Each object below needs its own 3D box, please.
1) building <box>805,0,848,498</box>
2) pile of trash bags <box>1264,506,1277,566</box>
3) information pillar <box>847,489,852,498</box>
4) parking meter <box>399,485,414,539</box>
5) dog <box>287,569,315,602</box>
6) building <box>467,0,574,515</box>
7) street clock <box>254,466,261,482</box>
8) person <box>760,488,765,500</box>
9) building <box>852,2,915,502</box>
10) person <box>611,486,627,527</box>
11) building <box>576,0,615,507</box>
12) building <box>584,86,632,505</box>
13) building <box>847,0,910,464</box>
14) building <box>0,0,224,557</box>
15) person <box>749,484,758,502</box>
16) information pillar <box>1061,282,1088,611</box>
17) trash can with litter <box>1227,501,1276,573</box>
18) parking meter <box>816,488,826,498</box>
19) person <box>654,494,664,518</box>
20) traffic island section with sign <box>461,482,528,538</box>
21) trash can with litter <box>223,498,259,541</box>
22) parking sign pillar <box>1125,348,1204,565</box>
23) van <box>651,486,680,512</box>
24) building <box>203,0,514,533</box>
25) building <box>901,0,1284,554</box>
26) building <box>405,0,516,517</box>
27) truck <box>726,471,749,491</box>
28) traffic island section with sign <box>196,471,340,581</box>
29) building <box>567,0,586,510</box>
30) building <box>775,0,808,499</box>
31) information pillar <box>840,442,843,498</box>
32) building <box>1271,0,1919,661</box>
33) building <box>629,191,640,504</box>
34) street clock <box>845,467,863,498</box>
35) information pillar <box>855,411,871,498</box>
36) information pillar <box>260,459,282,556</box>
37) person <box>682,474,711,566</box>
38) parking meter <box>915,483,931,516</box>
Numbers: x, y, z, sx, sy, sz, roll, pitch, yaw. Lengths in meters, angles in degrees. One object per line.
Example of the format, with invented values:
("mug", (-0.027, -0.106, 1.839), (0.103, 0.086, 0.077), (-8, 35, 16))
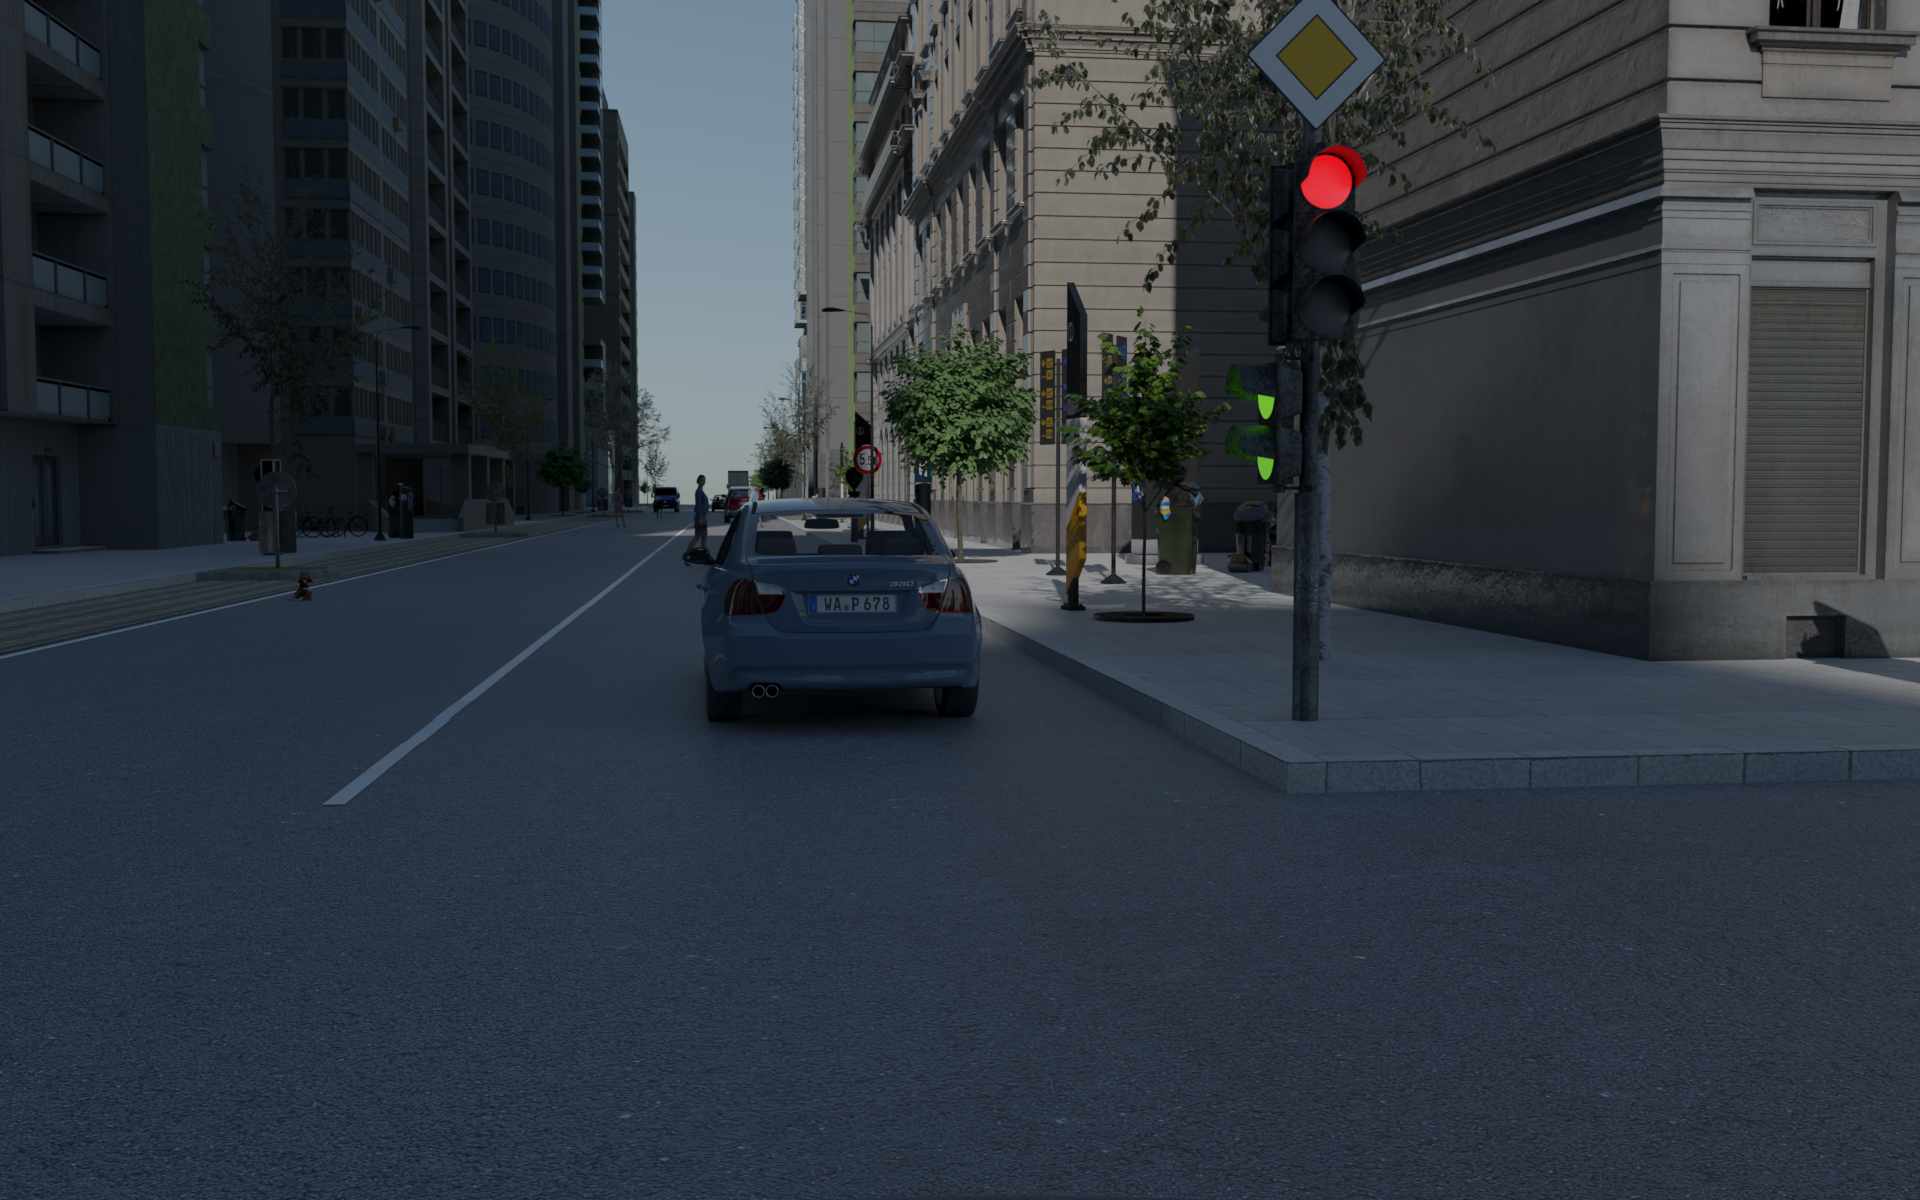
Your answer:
("building", (-2.344, -36.857, 144.618), (21.231, 58.520, 28.212), (0, 4, -8))
("pile of trash bags", (7.075, -1.267, 30.471), (3.447, 1.369, 1.912), (0, 4, 7))
("information pillar", (-4.027, -3.698, 64.954), (0.304, 2.012, 0.304), (3, 5, 41))
("parking meter", (-15.897, -2.528, 49.744), (0.372, 1.533, 0.369), (0, 3, 0))
("dog", (-8.971, -0.199, 23.454), (0.550, 0.427, 0.748), (1, 4, 20))
("building", (-38.005, -35.058, 115.191), (21.231, 58.520, 28.212), (0, 4, -8))
("street clock", (-17.477, -2.386, 43.587), (0.471, 2.002, 0.358), (0, 4, -2))
("person", (-12.066, -5.975, 106.131), (0.705, 1.831, 1.348), (0, 4, -1))
("building", (2.918, -14.184, 73.713), (13.314, 21.916, 24.055), (0, 4, -8))
("person", (-14.737, -4.037, 74.842), (0.599, 1.781, 0.374), (1, 4, 15))
("building", (-47.389, -53.056, 180.138), (22.319, 86.520, 31.000), (0, 4, -8))
("building", (-50.889, -35.695, 207.314), (21.300, 48.544, 21.600), (0, 4, -8))
("building", (0.689, -25.186, 95.380), (14.154, 41.232, 14.086), (0, 4, -8))
("building", (-25.176, -21.555, 36.025), (14.154, 41.232, 14.086), (0, 4, -8))
("person", (-8.699, -3.968, 73.244), (0.748, 1.841, 0.638), (3, 5, 40))
("information pillar", (1.274, -1.691, 19.003), (0.183, 3.616, 0.504), (-1, 4, -14))
("trash can with litter", (4.792, -1.053, 28.601), (0.624, 1.170, 1.055), (2, 4, 24))
("parking meter", (-5.412, -3.603, 67.313), (0.372, 1.533, 0.369), (0, 3, 0))
("person", (-18.298, -5.707, 105.006), (0.799, 1.438, 0.628), (1, 4, 18))
("traffic island section with sign", (-15.400, -2.985, 57.431), (1.989, 1.847, 2.006), (0, 4, -8))
("trash can with litter", (-19.511, -2.190, 47.200), (1.055, 1.170, 0.624), (-3, 5, -40))
("parking sign pillar", (3.768, -2.647, 31.756), (1.447, 3.967, 1.447), (-3, 4, -36))
("van", (-23.218, -8.113, 137.034), (2.240, 2.365, 5.245), (0, 4, -7))
("building", (-33.681, -22.647, 62.154), (32.217, 40.220, 23.993), (0, 4, -8))
("building", (5.526, -15.403, 49.099), (12.463, 27.353, 25.104), (0, 4, -8))
("building", (-34.814, -39.902, 90.647), (20.563, 71.187, 20.611), (0, 4, -8))
("truck", (-27.183, -13.654, 212.154), (2.839, 4.237, 11.283), (0, 4, -8))
("traffic island section with sign", (-11.679, -1.272, 29.419), (1.989, 1.847, 2.006), (0, 4, -8))
("building", (-37.581, -27.735, 137.069), (14.154, 41.232, 14.086), (0, 4, -8))
("building", (-12.879, -55.931, 227.138), (22.319, 86.520, 31.000), (0, 4, -8))
("information pillar", (-5.321, -5.290, 77.841), (0.183, 3.616, 0.504), (-1, 4, -10))
("building", (13.509, -10.354, 18.439), (18.267, 20.994, 9.793), (0, 4, -8))
("building", (-49.632, -33.209, 226.556), (14.154, 41.232, 14.086), (0, 4, -8))
("street clock", (-2.820, -2.549, 46.240), (0.471, 2.002, 0.358), (-1, 4, -9))
("information pillar", (-2.746, -3.523, 48.959), (0.504, 3.616, 0.183), (-1, 4, -16))
("information pillar", (-14.408, -1.942, 36.248), (0.304, 2.012, 0.304), (0, 4, 5))
("person", (-5.222, -1.596, 34.610), (0.654, 1.822, 0.581), (1, 4, 14))
("parking meter", (-0.839, -1.876, 39.079), (0.372, 1.533, 0.369), (0, 3, 0))
